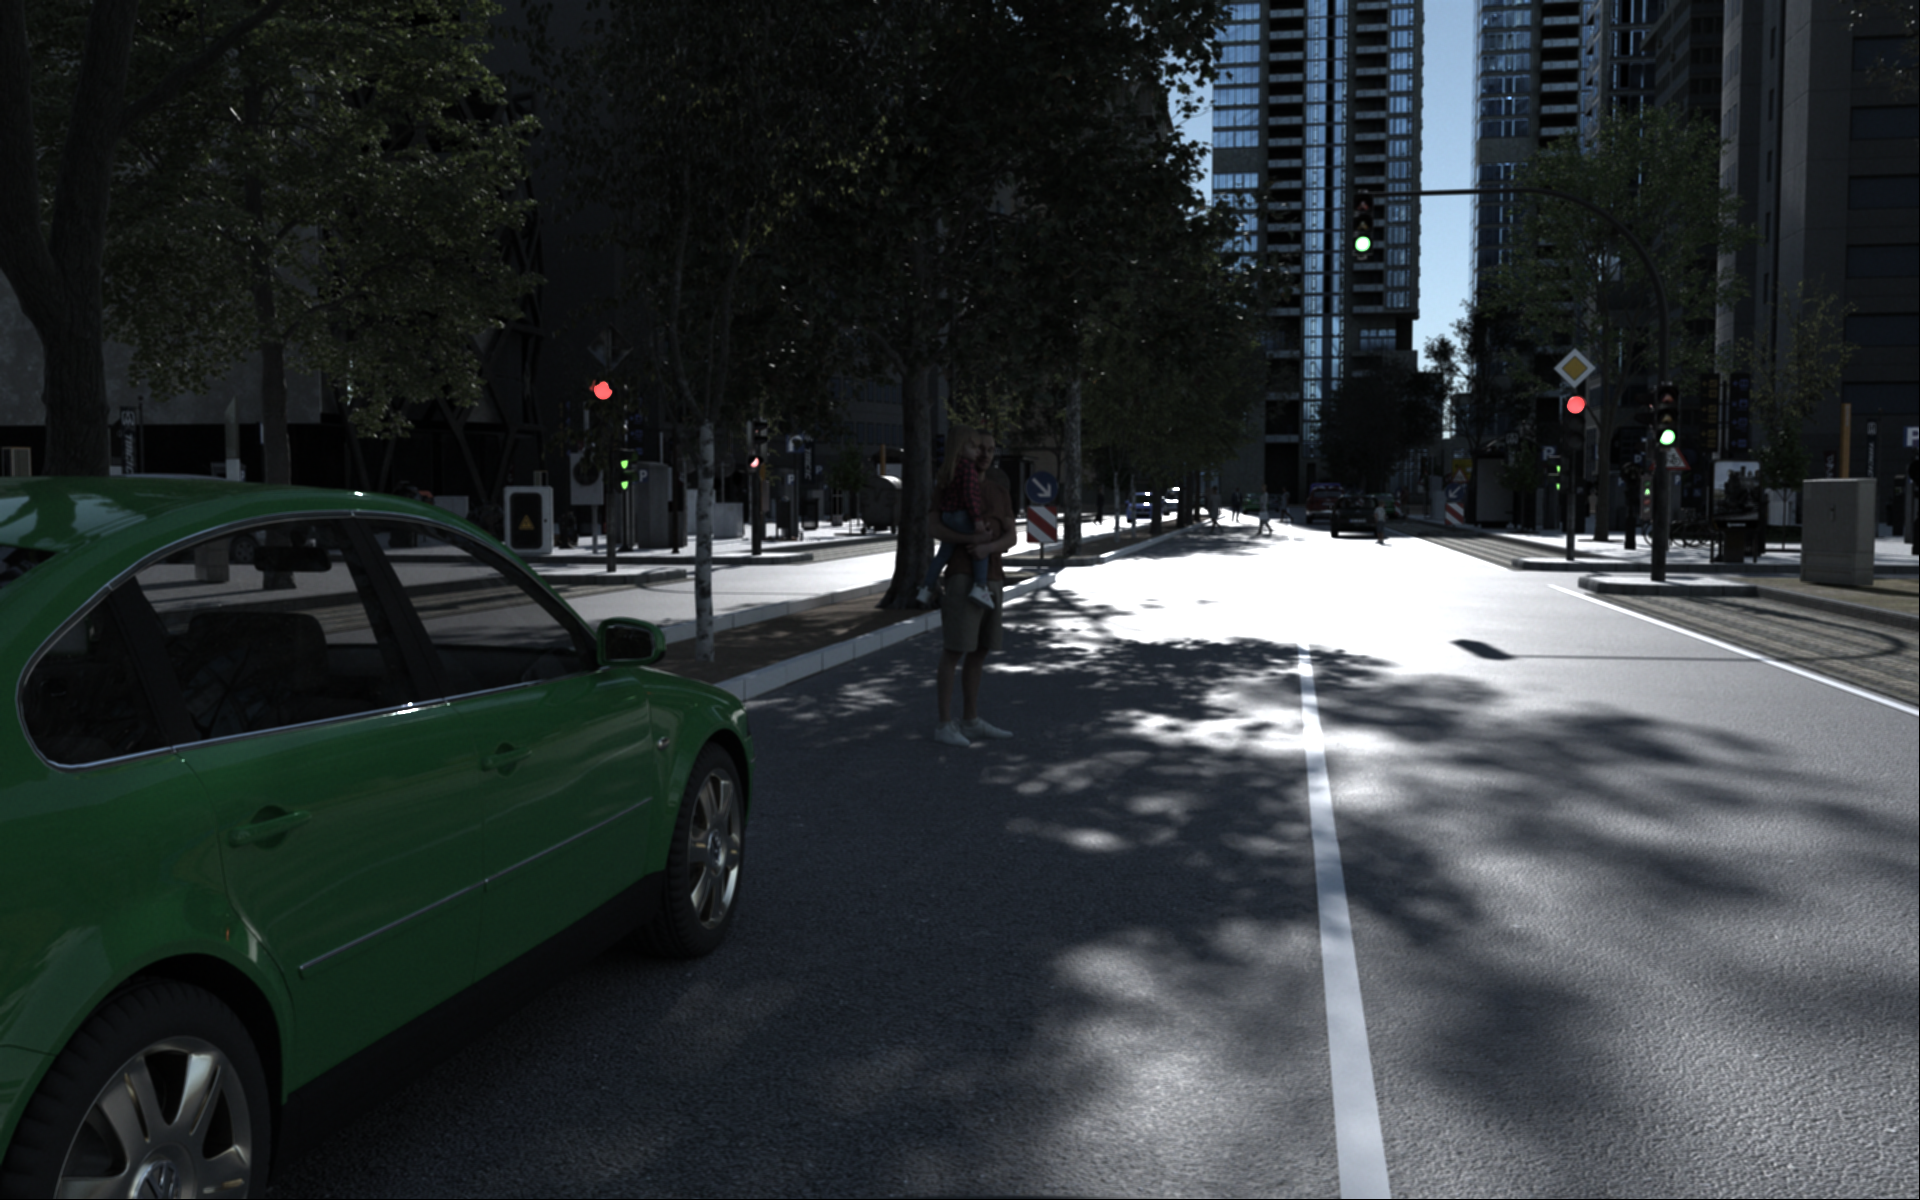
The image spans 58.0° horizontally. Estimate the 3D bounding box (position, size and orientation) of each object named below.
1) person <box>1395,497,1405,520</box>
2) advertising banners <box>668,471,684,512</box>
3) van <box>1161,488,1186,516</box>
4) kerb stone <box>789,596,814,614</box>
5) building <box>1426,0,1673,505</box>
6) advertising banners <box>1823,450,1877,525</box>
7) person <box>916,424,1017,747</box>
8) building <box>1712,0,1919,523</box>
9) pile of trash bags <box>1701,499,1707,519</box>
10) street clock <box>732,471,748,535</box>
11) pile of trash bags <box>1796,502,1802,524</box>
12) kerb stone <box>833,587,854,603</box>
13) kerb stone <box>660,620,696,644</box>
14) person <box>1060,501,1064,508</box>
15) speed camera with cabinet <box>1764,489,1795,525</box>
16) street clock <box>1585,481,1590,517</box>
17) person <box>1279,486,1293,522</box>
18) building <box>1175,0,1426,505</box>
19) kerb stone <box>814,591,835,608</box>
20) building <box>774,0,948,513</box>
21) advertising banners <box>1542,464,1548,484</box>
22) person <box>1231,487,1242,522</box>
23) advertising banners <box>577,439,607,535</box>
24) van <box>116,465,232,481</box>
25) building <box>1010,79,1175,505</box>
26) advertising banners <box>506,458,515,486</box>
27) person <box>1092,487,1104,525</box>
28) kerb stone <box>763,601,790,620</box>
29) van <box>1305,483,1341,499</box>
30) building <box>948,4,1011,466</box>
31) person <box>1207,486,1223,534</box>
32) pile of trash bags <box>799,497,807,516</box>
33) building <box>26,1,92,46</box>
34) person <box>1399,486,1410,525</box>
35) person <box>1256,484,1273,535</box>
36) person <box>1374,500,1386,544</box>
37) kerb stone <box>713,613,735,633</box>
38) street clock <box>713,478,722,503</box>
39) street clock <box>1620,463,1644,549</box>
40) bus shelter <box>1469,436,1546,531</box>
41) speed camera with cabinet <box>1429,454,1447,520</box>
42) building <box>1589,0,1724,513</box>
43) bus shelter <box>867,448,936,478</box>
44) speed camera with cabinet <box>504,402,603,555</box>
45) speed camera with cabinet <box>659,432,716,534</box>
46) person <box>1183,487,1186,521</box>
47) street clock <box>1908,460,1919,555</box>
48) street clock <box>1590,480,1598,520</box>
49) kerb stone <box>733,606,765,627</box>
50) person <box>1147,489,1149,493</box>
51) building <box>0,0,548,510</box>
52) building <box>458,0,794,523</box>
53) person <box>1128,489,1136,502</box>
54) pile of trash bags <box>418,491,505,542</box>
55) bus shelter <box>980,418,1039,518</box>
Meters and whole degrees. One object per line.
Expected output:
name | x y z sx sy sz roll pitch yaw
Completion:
person | 22.206 -4.823 87.130 0.659 1.850 0.755 -1 4 -18
advertising banners | -19.657 -7.318 115.835 2.074 3.025 0.090 -1 4 -16
van | 14.530 -6.666 116.007 2.013 2.044 4.112 1 4 11
kerb stone | -1.989 0.078 20.928 0.120 0.150 1.000 1 4 11
building | 73.360 -54.656 206.301 31.000 86.520 22.319 1 4 11
advertising banners | 35.258 -4.432 68.644 2.074 3.025 0.090 1 4 11
person | 0.041 -0.092 9.977 0.573 1.828 0.580 0 4 4
building | 50.203 -33.353 87.318 21.231 58.520 28.212 1 4 11
pile of trash bags | 35.451 -4.326 80.483 3.447 1.369 1.912 -3 5 -42
street clock | -6.824 -3.008 53.749 0.471 2.002 0.358 3 5 42
pile of trash bags | 35.468 -3.898 73.492 1.912 1.369 3.447 3 5 44
kerb stone | -1.613 -0.043 22.945 0.120 0.150 1.000 1 4 11
kerb stone | -2.752 0.324 16.896 0.120 0.150 1.000 1 4 11
person | 4.281 -3.629 68.188 0.716 1.782 0.532 0 4 8
speed camera with cabinet | 25.121 -3.592 53.061 0.660 3.252 2.038 1 4 16
street clock | 35.085 -5.640 96.777 0.471 2.002 0.358 0 4 -6
person | 16.342 -4.794 86.975 0.778 1.811 0.616 0 4 0
building | 42.980 -55.034 212.476 31.000 86.520 22.319 1 4 11
kerb stone | -1.808 0.024 21.942 0.120 0.150 1.000 1 4 11
building | -13.887 -35.841 127.999 21.231 58.520 28.212 1 4 11
advertising banners | 35.209 -6.507 102.579 2.074 3.025 0.090 -2 4 -26
person | 14.386 -4.986 90.202 0.721 1.800 0.419 -1 4 -15
advertising banners | -11.087 -3.579 54.708 2.074 3.025 0.090 1 4 8
van | -15.149 -1.713 35.015 4.112 2.044 2.013 1 4 12
building | 14.832 -38.705 222.063 27.495 52.752 28.713 1 4 11
advertising banners | -19.081 -4.592 71.272 2.074 3.025 0.090 2 4 28
person | 6.471 -4.387 80.643 0.534 1.772 0.576 0 4 -7
kerb stone | -2.184 0.139 19.925 0.120 0.150 1.000 1 4 11
van | 21.253 -5.900 100.845 2.240 2.365 5.245 1 4 11
building | -7.186 -33.131 165.400 21.600 48.544 21.300 1 4 11
person | 9.267 -3.269 62.696 0.466 1.731 0.760 -3 5 -45
pile of trash bags | -10.422 -5.630 101.797 3.447 1.369 1.912 0 4 -1
building | -53.775 -16.155 68.653 34.151 26.468 19.350 1 4 11
person | 20.548 -4.377 80.039 0.573 1.828 0.580 -1 4 -22
person | 10.705 -3.177 60.802 0.624 1.780 0.694 1 4 11
person | 12.127 -2.254 50.036 0.332 1.250 0.352 2 4 26
kerb stone | -2.570 0.262 17.918 0.120 0.150 1.000 1 4 11
street clock | -10.985 -4.515 78.392 0.471 2.002 0.358 1 4 16
street clock | 15.553 -2.176 40.141 0.471 2.002 0.358 0 4 -4
bus shelter | 19.736 -4.209 62.739 2.014 3.302 5.546 1 4 11
speed camera with cabinet | 23.596 -5.575 85.491 0.660 3.252 2.038 0 4 7
building | 61.862 -26.153 119.483 32.217 40.220 23.993 1 4 11
bus shelter | -2.581 -5.191 78.789 2.014 3.302 5.546 1 4 11
speed camera with cabinet | -8.633 -2.598 36.813 2.038 3.252 0.660 -1 4 -10
speed camera with cabinet | -8.911 -3.757 55.760 2.038 3.252 0.660 -1 4 -10
person | 11.463 -4.871 88.242 0.635 1.810 0.391 -1 4 -19
street clock | 20.149 -1.943 36.333 0.358 2.002 0.471 -1 4 -20
street clock | 31.940 -5.022 86.683 0.471 2.002 0.358 2 4 32
kerb stone | -2.369 0.200 18.920 0.120 0.150 1.000 1 4 11
person | 14.249 -7.501 131.135 1.348 1.826 0.705 -3 4 -37
building | -23.991 -11.902 62.045 16.820 18.784 16.811 1 4 11
building | -18.192 -17.996 87.734 14.314 27.812 24.014 1 4 11
person | 10.291 -5.766 102.871 0.635 1.810 0.391 -2 4 -33
pile of trash bags | -13.093 -2.273 46.921 3.447 1.369 1.912 -2 4 -25
bus shelter | 2.599 -7.136 94.302 2.179 5.291 8.768 1 4 11
